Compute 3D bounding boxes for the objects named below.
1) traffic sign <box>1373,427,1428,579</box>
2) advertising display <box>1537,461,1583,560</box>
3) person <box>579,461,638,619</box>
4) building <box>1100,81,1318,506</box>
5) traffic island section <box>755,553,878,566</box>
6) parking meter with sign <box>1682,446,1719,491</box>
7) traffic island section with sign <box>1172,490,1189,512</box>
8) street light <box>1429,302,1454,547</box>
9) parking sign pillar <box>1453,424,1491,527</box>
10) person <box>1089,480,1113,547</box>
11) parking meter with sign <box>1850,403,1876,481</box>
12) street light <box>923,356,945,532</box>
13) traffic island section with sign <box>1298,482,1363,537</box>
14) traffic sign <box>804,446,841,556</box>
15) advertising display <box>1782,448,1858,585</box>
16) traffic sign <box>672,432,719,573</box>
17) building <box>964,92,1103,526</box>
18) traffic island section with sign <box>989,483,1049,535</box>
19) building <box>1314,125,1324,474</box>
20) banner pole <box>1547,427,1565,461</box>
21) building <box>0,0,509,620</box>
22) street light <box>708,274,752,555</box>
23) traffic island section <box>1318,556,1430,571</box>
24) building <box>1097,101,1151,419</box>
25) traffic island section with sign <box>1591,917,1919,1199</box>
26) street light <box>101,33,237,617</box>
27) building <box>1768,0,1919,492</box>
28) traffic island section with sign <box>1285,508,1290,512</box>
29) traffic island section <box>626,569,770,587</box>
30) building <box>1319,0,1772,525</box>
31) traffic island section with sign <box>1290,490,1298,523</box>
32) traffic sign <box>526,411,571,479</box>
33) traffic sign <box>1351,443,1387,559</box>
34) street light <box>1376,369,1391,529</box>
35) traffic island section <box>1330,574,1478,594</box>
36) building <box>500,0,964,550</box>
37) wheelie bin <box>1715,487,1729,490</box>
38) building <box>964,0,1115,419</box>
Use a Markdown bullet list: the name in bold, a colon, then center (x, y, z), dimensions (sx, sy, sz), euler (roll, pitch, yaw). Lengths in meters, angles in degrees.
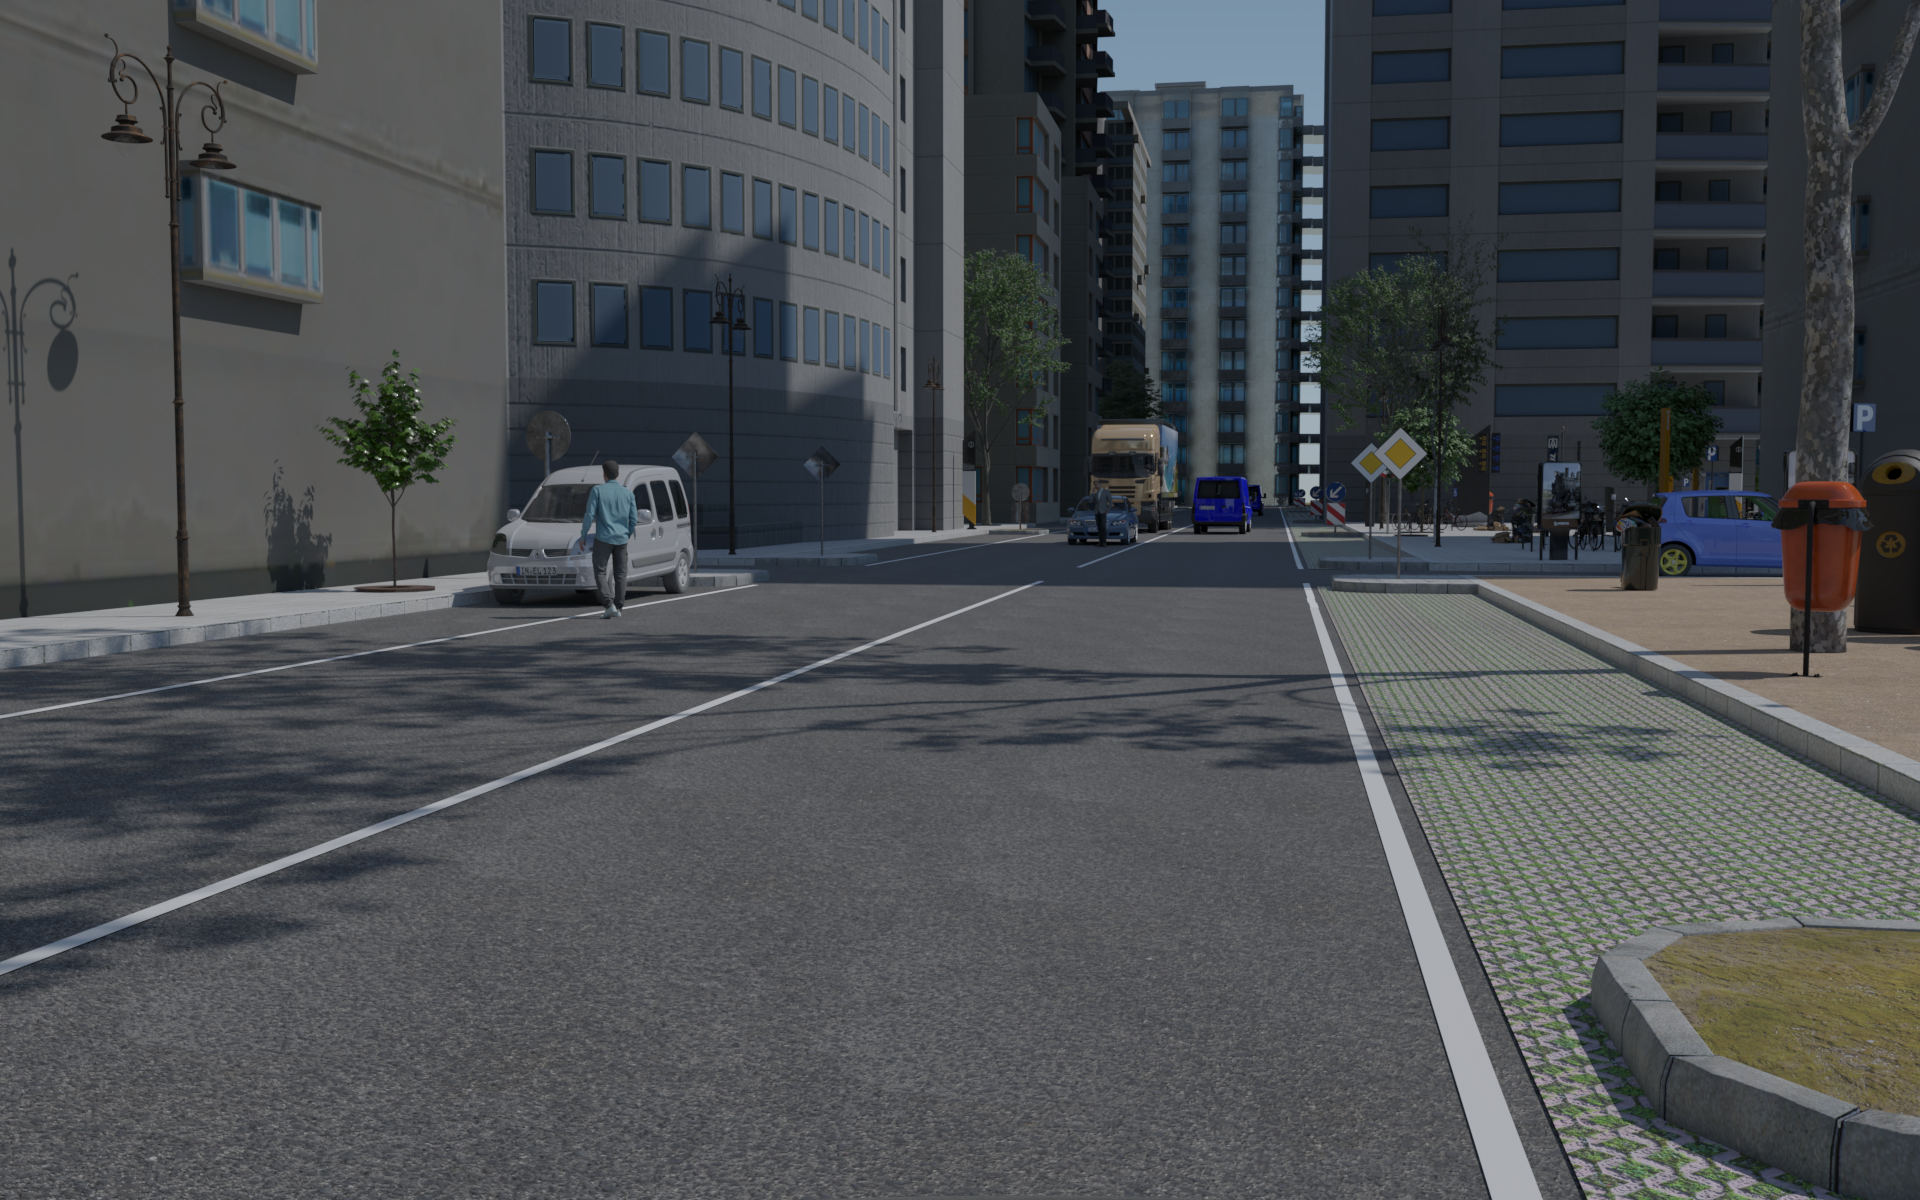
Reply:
- **traffic sign**: center (6.618, -1.373, 26.087), dimensions (0.795, 2.450, 0.064), euler (1, 4, 10)
- **advertising display**: center (11.634, -1.737, 33.611), dimensions (0.974, 1.923, 0.123), euler (-1, 4, -21)
- **person**: center (-4.047, -0.707, 20.073), dimensions (0.660, 1.820, 0.620), euler (-3, 4, -36)
- **building**: center (25.841, -35.756, 204.223), dimensions (30.456, 49.044, 23.786), euler (1, 4, 10)
- **traffic island section**: center (-2.888, -0.840, 36.010), dimensions (2.009, 0.180, 2.903), euler (1, 4, 10)
- **parking meter with sign**: center (26.435, -4.049, 62.469), dimensions (1.738, 3.016, 0.543), euler (-1, 4, -17)
- **traffic island section with sign**: center (20.538, -9.429, 162.784), dimensions (1.989, 1.847, 2.006), euler (1, 4, 10)
- **street light**: center (11.613, -4.227, 41.906), dimensions (0.468, 5.910, 1.993), euler (1, 4, 10)
- **parking sign pillar**: center (19.804, -4.806, 67.050), dimensions (1.447, 3.967, 1.447), euler (0, 4, -8)
- **person**: center (3.816, -2.339, 46.923), dimensions (0.473, 1.802, 0.592), euler (-3, 5, -40)
- **parking meter with sign**: center (17.086, -2.317, 34.140), dimensions (0.543, 3.016, 1.738), euler (-1, 4, -19)
- **street light**: center (-0.869, -5.205, 57.893), dimensions (0.468, 5.910, 1.993), euler (1, 4, 10)
- **traffic island section with sign**: center (12.493, -3.033, 58.217), dimensions (1.989, 1.847, 2.006), euler (1, 4, 10)
- **traffic sign**: center (-2.864, -1.976, 35.944), dimensions (0.795, 2.450, 0.064), euler (1, 4, 10)
- **advertising display**: center (12.084, -1.172, 24.370), dimensions (0.974, 1.923, 0.123), euler (0, 4, 4)
- **traffic sign**: center (-4.294, -1.495, 28.088), dimensions (0.795, 2.450, 0.064), euler (1, 4, 10)
- **building**: center (-7.701, -15.072, 91.462), dimensions (27.650, 21.520, 28.899), euler (1, 4, 10)
- **traffic island section with sign**: center (2.151, -3.252, 61.804), dimensions (1.989, 1.847, 2.006), euler (1, 4, 10)
- **building**: center (55.876, -35.447, 199.174), dimensions (30.456, 49.044, 23.786), euler (1, 4, 10)
- **banner pole**: center (22.269, -4.567, 64.695), dimensions (0.401, 3.779, 0.863), euler (-3, 4, -38)
- **building**: center (-19.872, -24.195, 19.284), dimensions (21.600, 48.544, 21.300), euler (1, 4, 10)
- **street light**: center (-4.818, -3.895, 36.474), dimensions (0.468, 5.910, 1.993), euler (1, 4, 10)
- **traffic island section**: center (8.073, -0.718, 34.016), dimensions (2.009, 0.180, 2.903), euler (1, 4, 10)
- **building**: center (6.204, -29.250, 170.118), dimensions (23.993, 40.220, 32.217), euler (1, 4, 10)
- **traffic island section with sign**: center (2.654, 0.273, 4.159), dimensions (1.989, 1.847, 2.006), euler (1, 4, 10)
- **street light**: center (-8.148, -2.766, 18.018), dimensions (0.468, 5.910, 1.993), euler (1, 4, 10)
- **building**: center (75.479, -32.959, 162.584), dimensions (21.600, 48.544, 21.300), euler (1, 4, 10)
- **traffic island section with sign**: center (26.376, -7.695, 134.440), dimensions (1.989, 1.847, 2.006), euler (1, 4, 10)
- **traffic island section**: center (-4.319, -0.359, 28.154), dimensions (2.009, 0.180, 2.903), euler (1, 4, 10)
- **building**: center (29.688, -33.509, 89.867), dimensions (21.231, 58.520, 28.212), euler (1, 4, 10)
- **traffic island section with sign**: center (17.351, -4.666, 84.912), dimensions (1.989, 1.847, 2.006), euler (1, 4, 10)
- **traffic sign**: center (-6.318, -1.616, 26.534), dimensions (0.768, 2.556, 0.104), euler (1, 4, 16)
- **traffic sign**: center (8.048, -1.853, 33.944), dimensions (0.795, 2.450, 0.064), euler (1, 4, 10)
- **street light**: center (15.642, -5.581, 64.040), dimensions (0.468, 5.910, 1.993), euler (1, 4, 10)
- **traffic island section**: center (6.642, -0.237, 26.160), dimensions (2.009, 0.180, 2.903), euler (1, 4, 10)
- **building**: center (-12.689, -31.133, 51.016), dimensions (21.231, 58.520, 28.212), euler (1, 4, 10)
- **wheelie bin**: center (32.151, -3.977, 72.925), dimensions (0.980, 1.594, 0.693), euler (0, 4, -2)
- **building**: center (-0.467, -28.849, 126.302), dimensions (22.147, 44.769, 28.867), euler (1, 4, 10)
